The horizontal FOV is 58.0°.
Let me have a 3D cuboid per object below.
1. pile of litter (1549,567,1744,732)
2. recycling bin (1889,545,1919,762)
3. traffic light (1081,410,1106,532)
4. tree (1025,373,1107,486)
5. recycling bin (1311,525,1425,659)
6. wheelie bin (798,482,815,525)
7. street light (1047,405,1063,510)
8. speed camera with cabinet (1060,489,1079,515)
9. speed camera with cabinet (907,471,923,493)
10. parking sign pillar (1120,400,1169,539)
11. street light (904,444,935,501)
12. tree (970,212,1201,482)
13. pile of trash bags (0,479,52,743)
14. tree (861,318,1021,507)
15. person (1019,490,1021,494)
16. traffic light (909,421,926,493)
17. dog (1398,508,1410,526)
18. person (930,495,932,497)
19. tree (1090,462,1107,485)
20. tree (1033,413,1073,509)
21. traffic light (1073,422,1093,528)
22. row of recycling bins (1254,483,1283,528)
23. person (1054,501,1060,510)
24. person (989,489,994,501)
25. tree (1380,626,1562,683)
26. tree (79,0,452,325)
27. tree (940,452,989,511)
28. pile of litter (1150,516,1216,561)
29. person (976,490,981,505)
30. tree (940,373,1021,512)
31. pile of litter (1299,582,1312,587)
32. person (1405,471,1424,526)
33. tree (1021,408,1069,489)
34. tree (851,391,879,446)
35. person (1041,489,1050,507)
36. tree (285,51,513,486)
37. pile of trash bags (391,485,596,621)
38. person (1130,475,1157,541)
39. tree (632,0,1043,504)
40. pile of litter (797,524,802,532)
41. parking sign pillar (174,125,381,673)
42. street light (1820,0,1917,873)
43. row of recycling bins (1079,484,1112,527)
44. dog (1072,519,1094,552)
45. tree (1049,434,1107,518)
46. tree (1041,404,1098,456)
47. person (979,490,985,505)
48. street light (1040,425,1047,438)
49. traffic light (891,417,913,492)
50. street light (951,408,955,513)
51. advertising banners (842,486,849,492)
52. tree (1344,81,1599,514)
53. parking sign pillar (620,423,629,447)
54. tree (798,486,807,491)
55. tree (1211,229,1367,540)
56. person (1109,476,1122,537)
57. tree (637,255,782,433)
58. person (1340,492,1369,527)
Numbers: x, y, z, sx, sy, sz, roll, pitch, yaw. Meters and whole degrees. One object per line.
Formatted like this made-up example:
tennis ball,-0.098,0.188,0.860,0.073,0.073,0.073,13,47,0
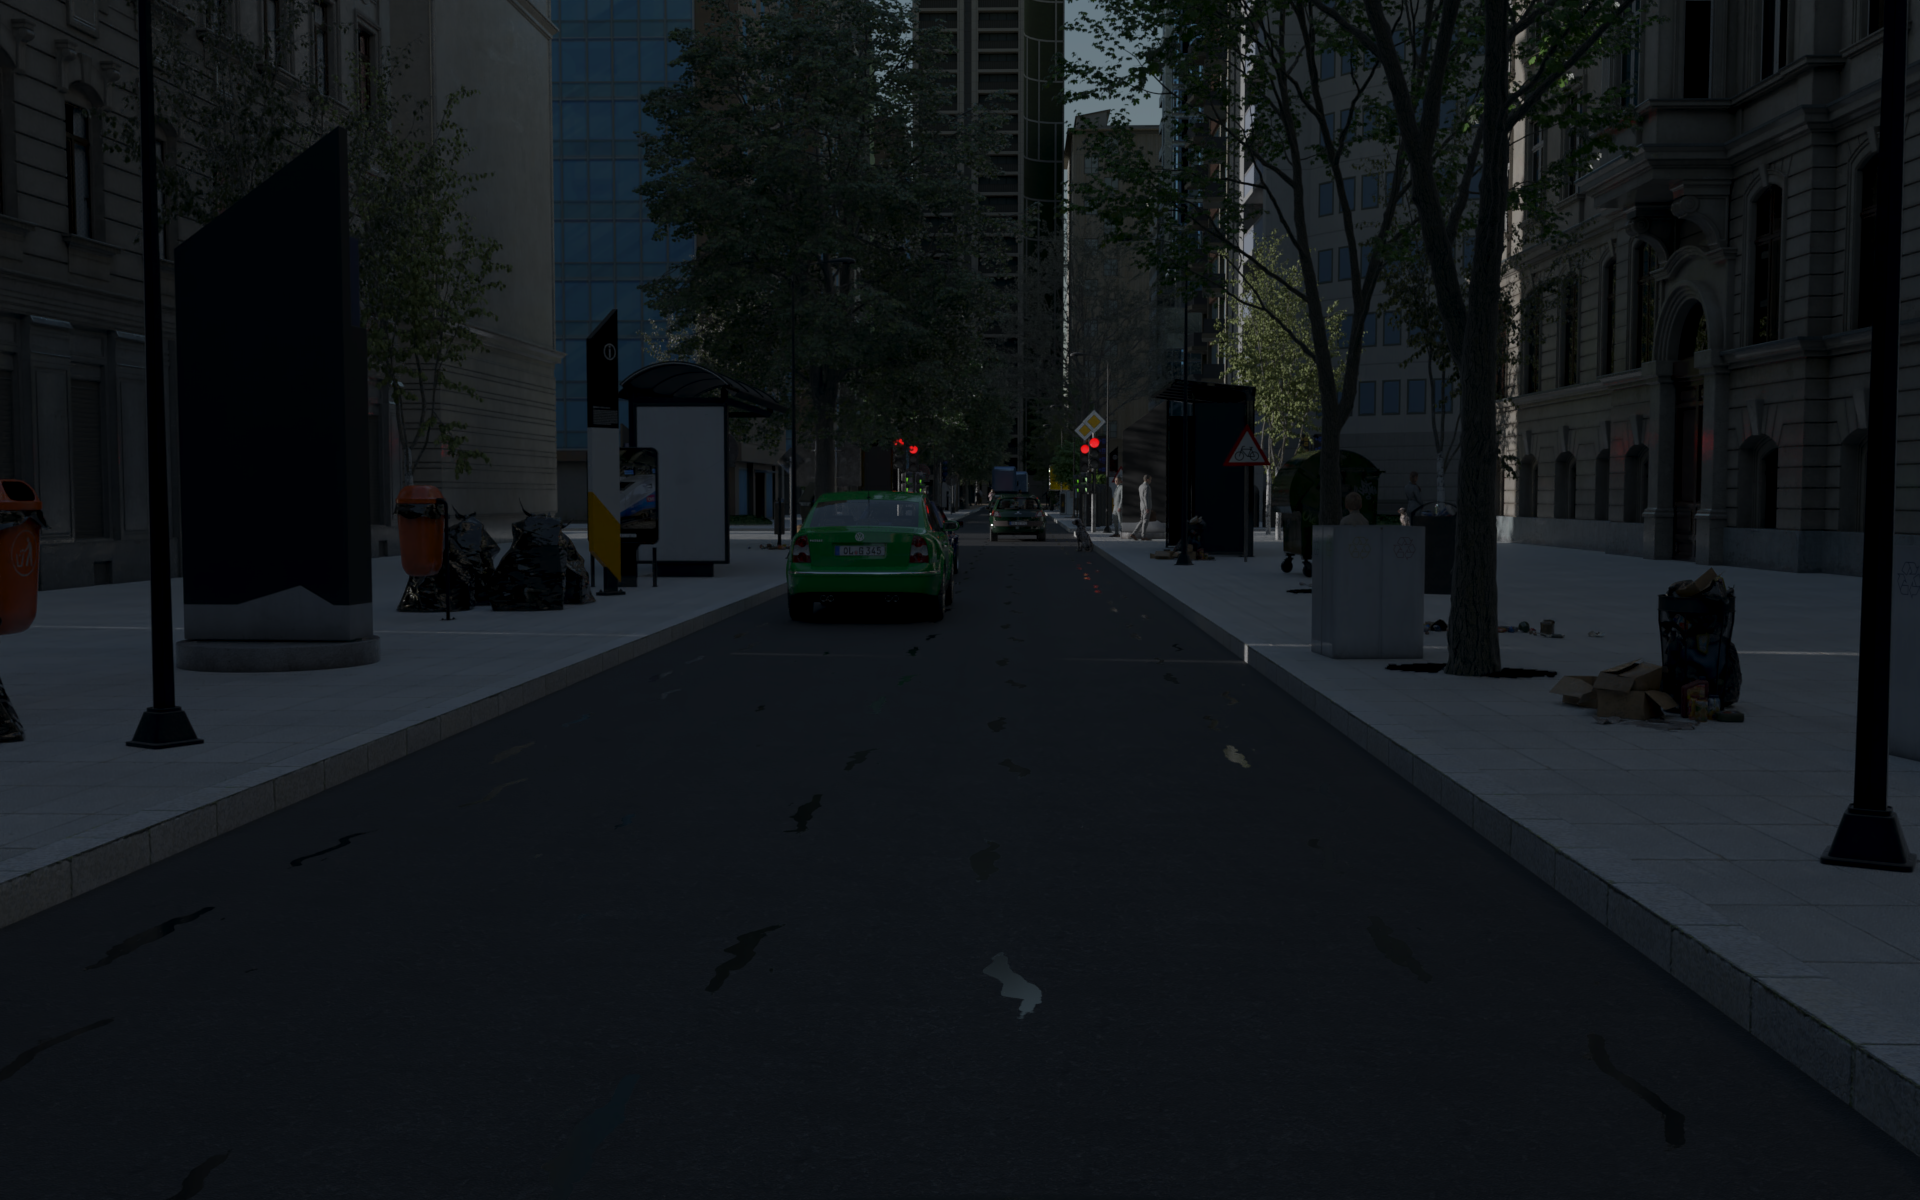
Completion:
pile of litter,4.075,0.229,10.221,1.176,0.858,1.719,3,4,39
recycling bin,4.963,0.264,8.242,0.722,1.027,0.722,0,4,-8
traffic light,4.452,-4.215,57.839,0.839,4.253,0.868,0,4,2
tree,9.929,-14.856,161.018,7.486,12.596,7.792,0,3,0
recycling bin,3.238,-0.075,13.784,0.722,1.027,0.722,0,4,-4
wheelie bin,-3.744,-2.255,44.770,0.693,1.594,0.980,-2,4,-35
street light,5.422,-7.212,90.454,1.470,5.913,1.316,0,4,2
speed camera with cabinet,6.744,-6.783,105.232,0.660,3.252,2.038,-1,4,-23
speed camera with cabinet,-1.818,-4.577,69.174,0.660,3.252,2.038,0,4,3
parking sign pillar,5.355,-3.757,49.898,1.447,3.967,1.447,1,4,21
street light,-1.581,-5.710,65.902,1.470,5.913,1.316,0,4,2
tree,5.459,-10.008,73.994,12.009,13.543,11.850,0,3,0
pile of trash bags,-5.758,0.053,8.879,1.912,1.369,3.447,0,4,0
tree,-1.345,-11.172,99.675,9.611,12.733,9.660,0,3,0
person,5.283,-8.750,151.531,0.705,1.831,1.348,1,4,17
traffic light,-1.742,-4.715,66.017,0.839,4.253,0.868,0,4,2
dog,14.986,-2.641,57.557,0.800,0.831,0.513,1,4,20
person,-2.938,-11.630,196.899,1.217,1.736,0.721,3,5,43
tree,6.989,-5.710,87.968,1.663,3.219,1.824,0,3,0
tree,8.033,-11.928,145.379,4.360,8.622,3.978,0,3,0
traffic light,4.716,-4.703,65.820,0.839,4.253,0.868,0,4,2
row of recycling bins,11.559,-3.623,66.345,3.534,1.692,1.069,1,4,9
person,7.145,-6.816,122.984,1.012,1.151,0.738,-1,4,-11
person,2.280,-6.555,116.267,0.593,1.750,0.643,-3,5,-40
tree,3.490,-5.274,11.986,9.928,11.665,9.643,0,3,0
tree,-8.882,-4.405,22.385,4.360,8.622,3.978,0,3,0
tree,-0.669,-11.050,131.023,4.360,8.622,3.978,0,3,0
pile of litter,4.373,-1.225,33.988,1.176,0.858,1.719,-1,4,-9
person,2.055,-11.748,198.677,0.990,1.755,0.434,3,5,43
tree,-0.302,-11.618,124.360,8.767,10.594,7.601,0,4,3
pile of litter,5.536,-0.641,24.442,1.719,0.858,1.176,-1,4,-14
person,10.130,-1.961,38.377,0.573,1.790,0.520,-2,4,-31
tree,9.725,-15.373,185.768,8.767,10.594,7.601,1,4,13
tree,-5.388,-9.815,110.830,4.737,8.622,4.395,0,3,0
person,8.873,-10.324,174.855,1.348,1.821,0.705,0,4,4
tree,-9.379,-4.815,29.086,4.737,8.622,4.395,0,3,0
pile of trash bags,-5.315,-0.568,19.042,1.912,1.369,3.447,0,4,6
person,5.114,-2.538,47.668,0.853,1.813,0.709,-1,4,-19
tree,-3.179,-8.282,42.061,9.857,13.997,8.962,0,3,0
pile of litter,-5.064,-2.667,57.569,1.176,0.858,1.719,1,4,22
parking sign pillar,-5.159,-1.502,13.027,1.447,3.967,1.447,0,4,5
street light,2.631,-2.040,5.890,1.470,5.913,1.316,0,4,2
row of recycling bins,5.532,-3.845,69.973,1.069,1.692,3.534,1,4,15
dog,3.087,-1.611,43.180,0.513,0.831,0.800,0,4,-3
tree,6.386,-6.752,94.108,4.285,4.588,4.351,0,3,0
tree,8.371,-11.360,136.105,4.737,8.622,4.395,0,3,0
person,2.414,-12.273,207.428,1.217,1.736,0.721,-1,4,-9
street light,6.265,-8.755,115.691,1.470,5.913,1.316,0,4,2
traffic light,-2.007,-4.227,58.036,0.839,4.253,0.868,0,4,2
street light,-0.818,-7.299,91.887,1.470,5.913,1.316,0,4,2
advertising banners,-4.500,-4.401,68.140,0.090,3.025,2.074,-1,4,-12
tree,8.938,-4.951,31.318,4.360,8.622,3.978,0,3,0
parking sign pillar,-12.369,-4.773,66.507,1.447,3.967,1.447,3,5,44
tree,-7.159,-5.609,86.306,1.663,3.219,1.824,0,3,0
tree,8.916,-5.965,47.894,4.737,8.622,4.395,0,3,0
person,4.741,-2.776,51.528,0.391,1.810,0.635,-1,4,-21
tree,-7.277,-6.205,51.812,4.360,8.622,3.978,0,3,0
person,4.056,-0.463,17.886,0.640,1.303,0.475,3,5,40
